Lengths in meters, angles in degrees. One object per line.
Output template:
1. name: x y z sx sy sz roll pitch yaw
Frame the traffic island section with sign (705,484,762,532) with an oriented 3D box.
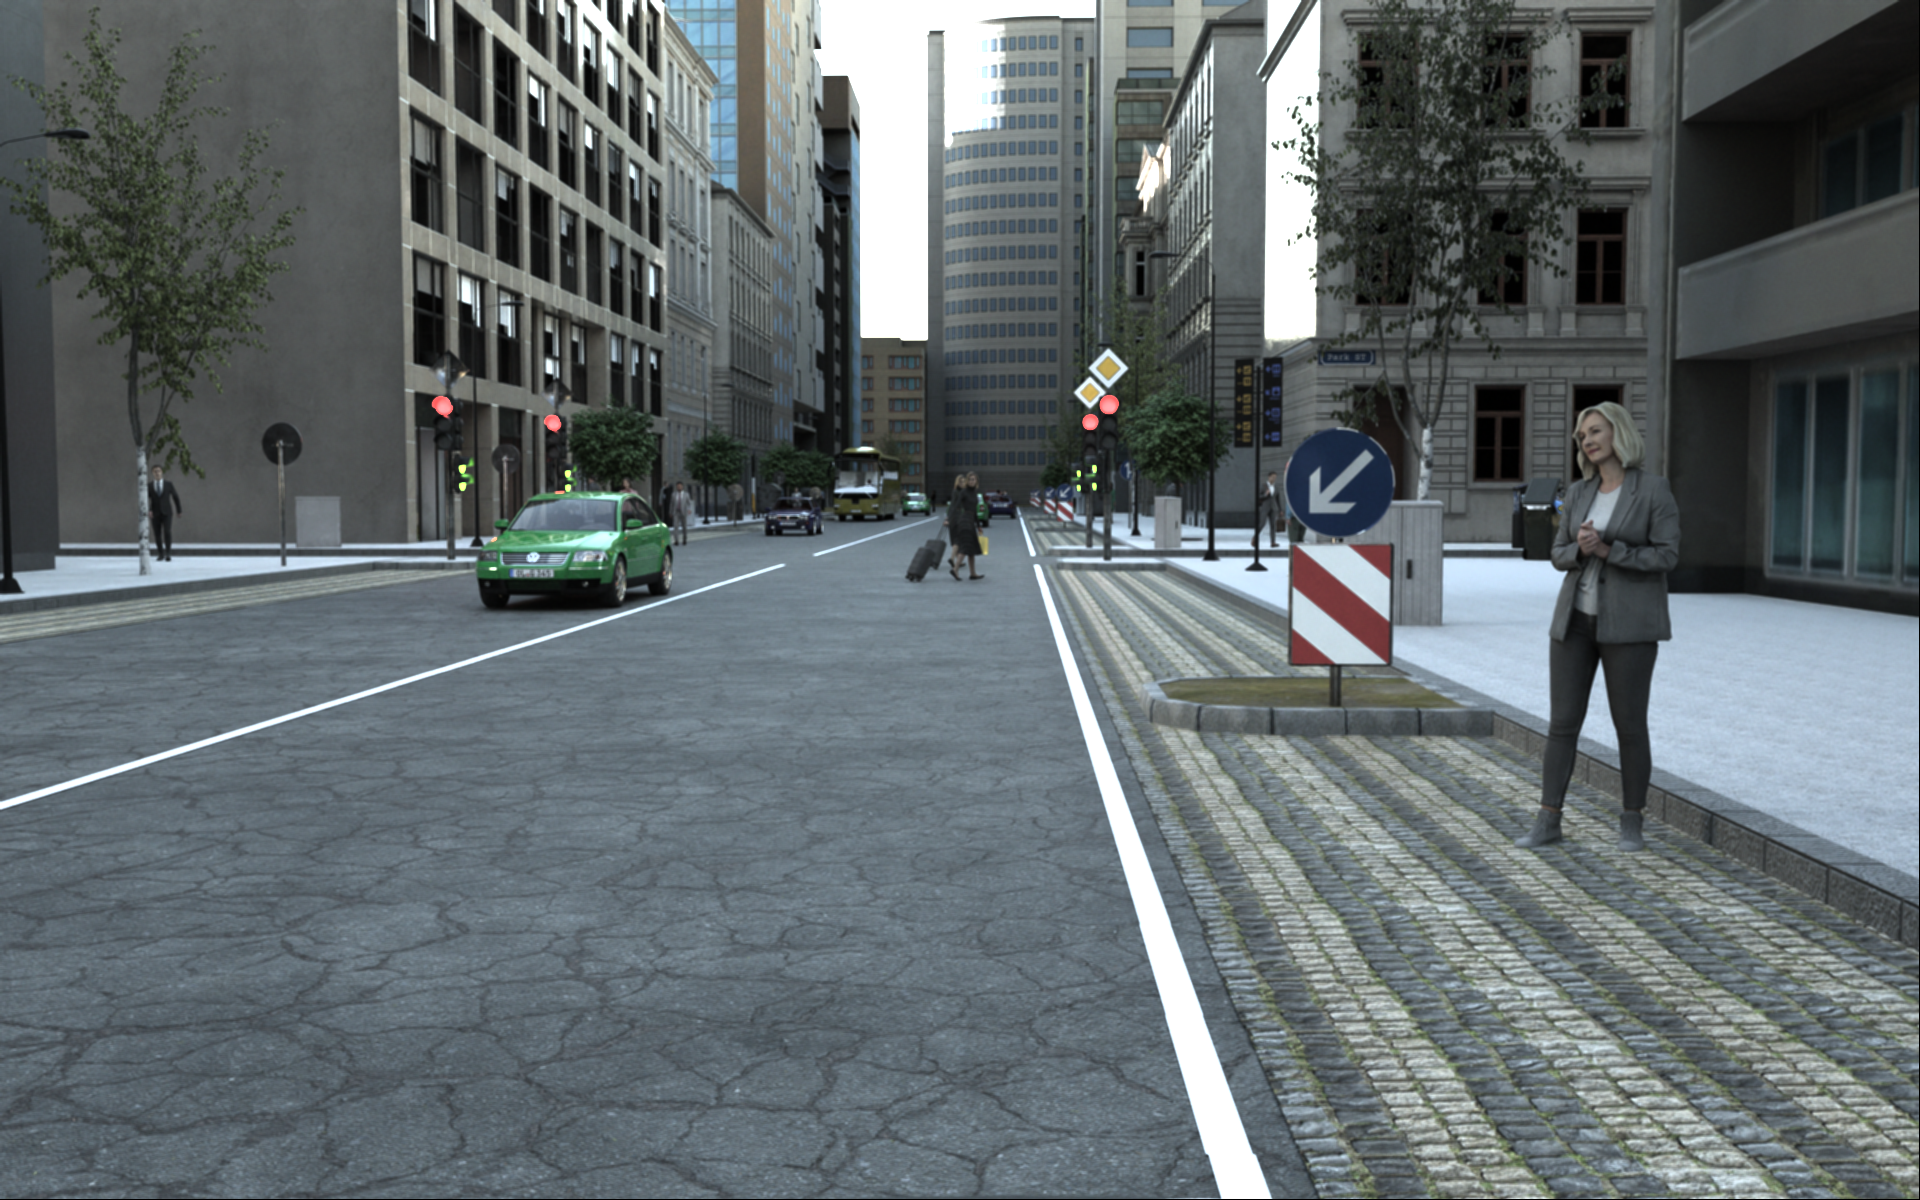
1. traffic island section with sign: -8.642 -3.535 66.432 1.989 1.847 2.006 0 4 2

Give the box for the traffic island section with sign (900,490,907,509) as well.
1. traffic island section with sign: -5.459 -9.900 170.495 1.989 1.847 2.006 0 4 2

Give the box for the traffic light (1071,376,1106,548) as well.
1. traffic light: 3.073 -3.206 41.341 0.839 4.253 0.868 0 4 2

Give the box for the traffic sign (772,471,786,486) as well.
1. traffic sign: -9.968 -5.827 95.381 0.768 2.556 0.104 1 4 11

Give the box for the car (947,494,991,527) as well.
1. car: 0.372 -4.117 76.114 1.959 1.807 4.718 0 4 2

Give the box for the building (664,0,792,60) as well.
1. building: -19.752 -28.969 123.751 14.600 45.320 14.200 0 4 2

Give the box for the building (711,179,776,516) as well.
1. building: -17.463 -15.798 107.448 9.793 20.994 18.267 0 4 2

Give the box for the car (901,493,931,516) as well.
1. car: -2.890 -6.476 114.675 1.959 1.807 4.718 0 4 0

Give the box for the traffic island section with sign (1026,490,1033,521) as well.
1. traffic island section with sign: 4.702 -5.159 92.983 1.989 1.847 2.006 0 4 2

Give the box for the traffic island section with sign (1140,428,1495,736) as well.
1. traffic island section with sign: 2.191 -0.155 11.155 1.989 1.847 2.006 0 4 2

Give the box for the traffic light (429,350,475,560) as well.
1. traffic light: -9.927 -2.741 33.733 0.839 4.253 0.868 0 4 2

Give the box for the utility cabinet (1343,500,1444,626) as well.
1. utility cabinet: 4.188 -0.355 16.963 1.020 1.237 0.306 0 4 7

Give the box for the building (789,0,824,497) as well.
1. building: -25.990 -34.010 145.300 28.713 52.752 27.495 0 4 2

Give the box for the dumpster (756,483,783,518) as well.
1. dumpster: -10.118 -5.268 91.885 1.264 1.857 1.865 0 4 2

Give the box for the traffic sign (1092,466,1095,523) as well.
1. traffic sign: 5.873 -4.704 77.020 0.768 2.556 0.104 0 4 3

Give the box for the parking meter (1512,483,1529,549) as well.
1. parking meter: 13.228 -1.985 40.858 0.372 1.533 0.369 0 3 0

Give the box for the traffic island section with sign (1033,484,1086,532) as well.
1. traffic island section with sign: 3.873 -3.511 66.040 1.989 1.847 2.006 0 4 2

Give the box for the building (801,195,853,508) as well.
1. building: -17.924 -24.163 166.772 14.160 30.474 14.107 0 4 2

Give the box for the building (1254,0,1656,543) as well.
1. building: 19.227 -13.040 49.358 21.152 22.565 11.583 0 4 2

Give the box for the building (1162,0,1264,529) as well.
1. building: 14.084 -13.653 72.371 9.793 20.994 18.267 0 4 2

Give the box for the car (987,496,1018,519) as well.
1. car: 2.401 -5.440 101.530 1.945 1.354 3.894 0 4 3

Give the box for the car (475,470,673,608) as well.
1. car: -5.092 -0.886 23.283 1.959 1.807 4.718 0 4 2

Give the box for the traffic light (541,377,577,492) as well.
1. traffic light: -9.682 -3.229 41.714 0.839 4.253 0.868 0 4 2

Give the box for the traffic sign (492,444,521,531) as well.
1. traffic sign: -11.514 -2.680 43.921 0.768 2.556 0.104 1 4 9

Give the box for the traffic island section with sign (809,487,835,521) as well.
1. traffic island section with sign: -7.807 -5.195 93.570 1.989 1.847 2.006 0 4 2

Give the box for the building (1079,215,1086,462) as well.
1. building: 19.400 -25.021 180.796 14.160 30.474 14.107 0 4 2

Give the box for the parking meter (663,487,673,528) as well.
1. parking meter: -11.182 -3.547 66.399 0.372 1.533 0.369 0 3 0

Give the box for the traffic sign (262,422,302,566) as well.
1. traffic sign: -12.061 -1.878 30.811 0.768 2.556 0.104 1 4 9

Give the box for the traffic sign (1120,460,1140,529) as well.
1. traffic sign: 6.295 -3.919 64.188 0.768 2.556 0.104 0 4 4

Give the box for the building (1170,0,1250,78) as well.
1. building: 21.672 -36.824 144.064 21.231 58.520 28.212 0 4 2

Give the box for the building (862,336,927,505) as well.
1. building: -18.437 -22.797 217.775 28.899 21.520 27.650 0 4 2

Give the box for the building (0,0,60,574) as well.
1. building: -27.447 -14.079 23.700 24.014 27.812 14.314 0 4 2

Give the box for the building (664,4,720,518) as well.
1. building: -20.453 -18.485 88.138 13.634 28.700 20.117 0 4 2

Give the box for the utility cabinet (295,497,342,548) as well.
1. utility cabinet: -15.385 -1.857 41.529 1.020 1.237 0.306 -1 4 -20

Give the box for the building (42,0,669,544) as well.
1. building: -23.341 -15.699 61.200 19.350 26.468 34.151 0 4 2

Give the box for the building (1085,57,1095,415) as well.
1. building: 18.962 -29.492 165.794 14.154 41.232 14.086 0 4 2

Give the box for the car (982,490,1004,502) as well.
1. car: 3.116 -9.509 164.141 2.281 1.827 5.304 0 4 1

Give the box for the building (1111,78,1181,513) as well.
1. building: 17.777 -21.536 123.815 14.160 30.474 14.107 0 4 2

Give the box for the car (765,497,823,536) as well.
1. car: -5.820 -2.955 60.893 1.945 1.354 3.894 0 4 1

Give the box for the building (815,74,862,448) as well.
1. building: -18.051 -32.563 182.510 14.200 45.320 14.600 0 4 2

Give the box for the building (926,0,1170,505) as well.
1. building: 10.125 -41.011 212.528 28.212 58.520 21.231 0 4 2

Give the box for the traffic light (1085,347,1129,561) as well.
1. traffic light: 2.829 -2.718 33.359 0.839 4.253 0.868 0 4 2

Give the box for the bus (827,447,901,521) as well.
1. bus: -5.049 -6.323 94.920 2.896 3.916 12.252 0 4 3

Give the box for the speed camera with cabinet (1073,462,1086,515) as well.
1. speed camera with cabinet: 7.498 -6.957 108.075 0.660 3.252 2.038 1 4 15

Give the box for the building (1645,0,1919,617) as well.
1. building: 19.466 -23.684 10.942 21.300 48.544 21.600 0 4 2

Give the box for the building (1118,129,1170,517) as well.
1. building: 16.351 -17.111 98.851 14.460 24.649 34.723 0 4 2

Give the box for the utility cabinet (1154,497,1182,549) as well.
1. utility cabinet: 4.929 -1.823 40.971 0.306 1.237 1.020 2 4 29

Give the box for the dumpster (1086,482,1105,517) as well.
1. dumpster: 6.516 -4.582 80.668 1.264 1.857 1.865 0 4 2
